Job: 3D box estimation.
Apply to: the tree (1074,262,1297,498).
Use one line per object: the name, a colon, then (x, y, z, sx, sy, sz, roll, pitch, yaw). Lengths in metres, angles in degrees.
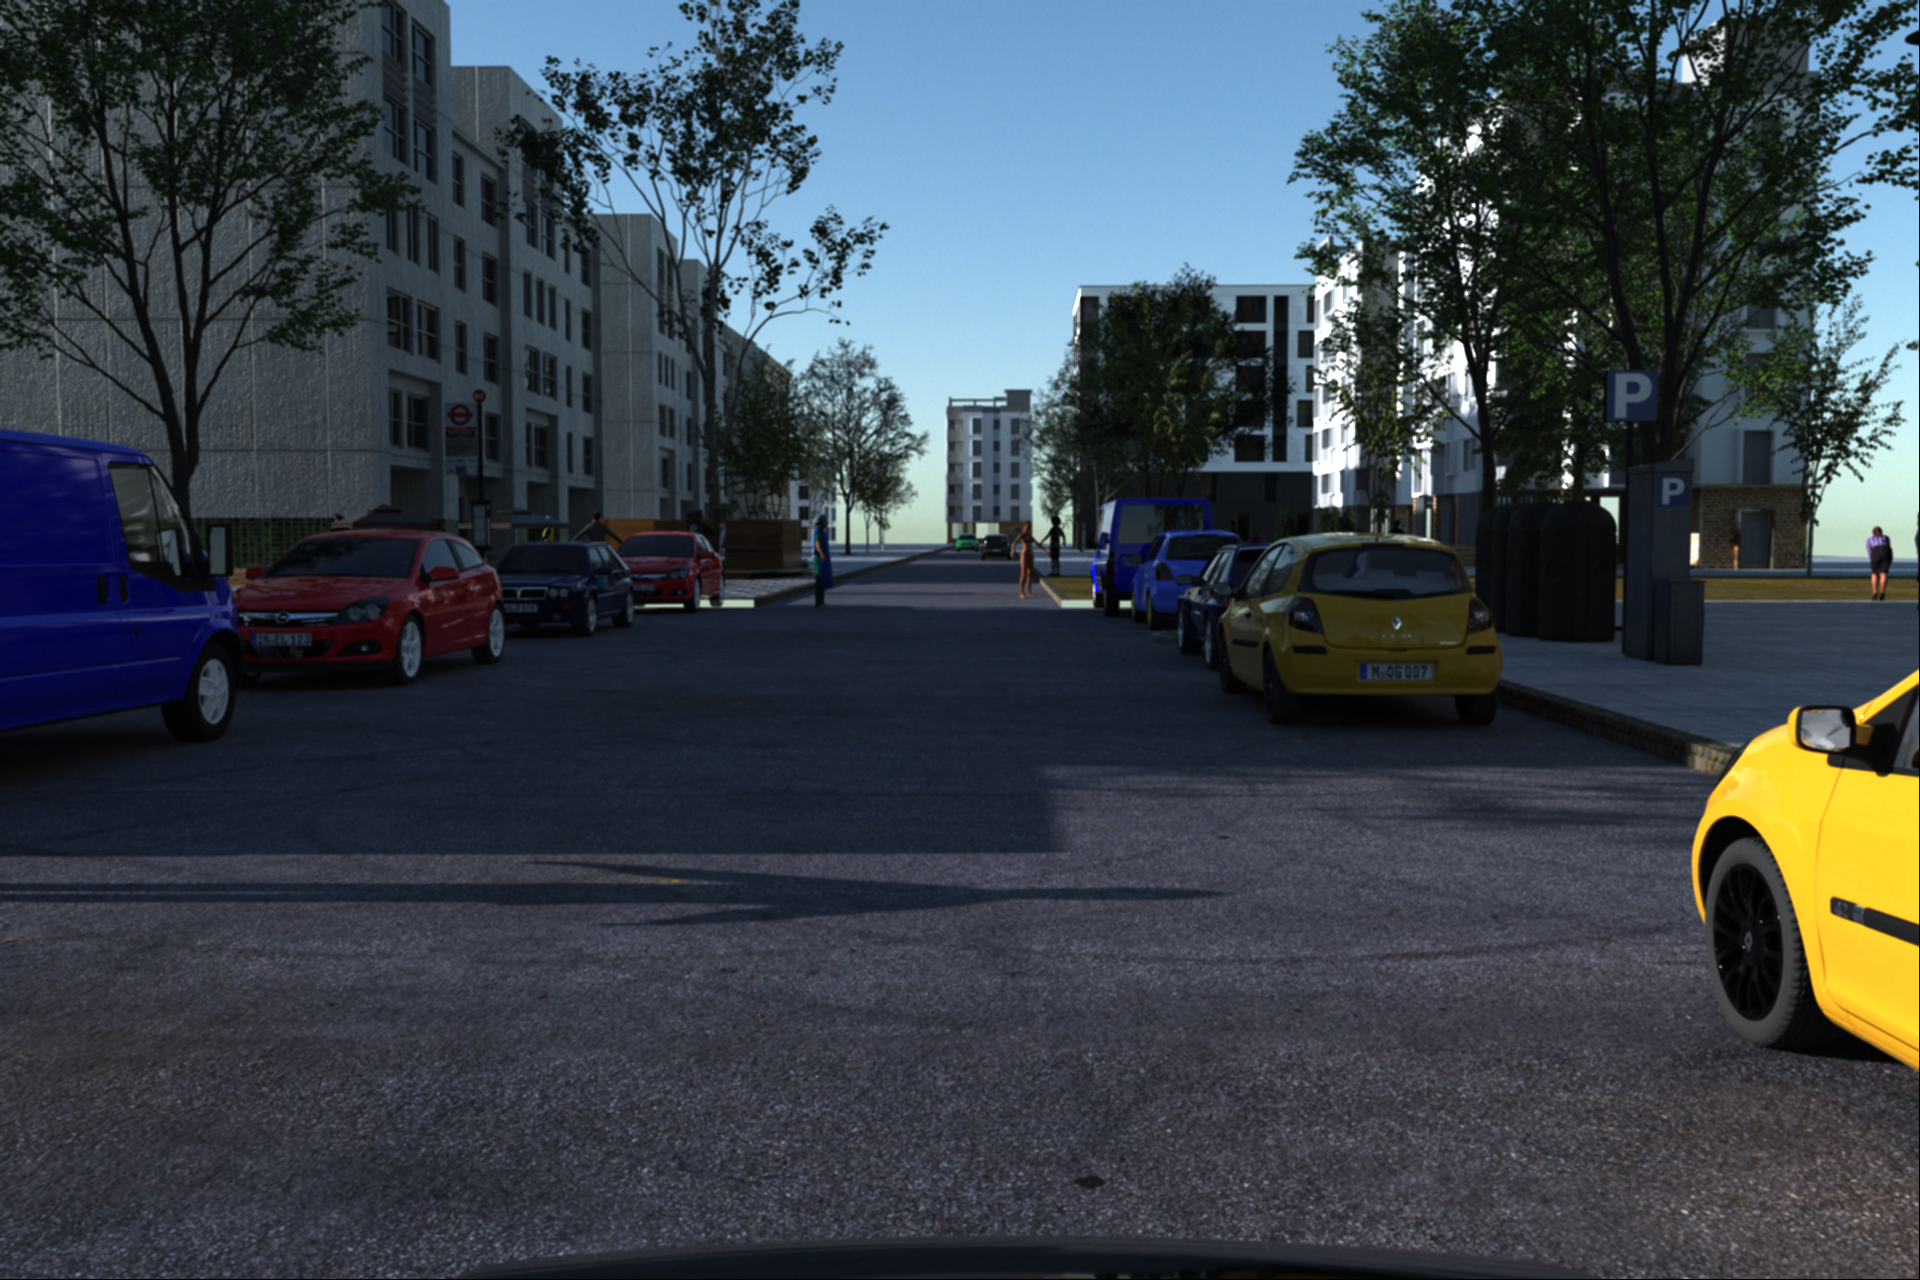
tree: (7.692, -7.599, 58.654, 8.767, 10.594, 7.601, 2, 4, 35)

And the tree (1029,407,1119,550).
tree: (9.374, -13.006, 138.404, 9.928, 11.665, 9.643, 0, 3, 0)

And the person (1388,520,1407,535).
person: (14.549, -3.111, 57.587, 1.216, 1.740, 0.721, 3, 4, 37)

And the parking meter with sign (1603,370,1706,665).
parking meter with sign: (7.116, -1.309, 17.667, 0.543, 3.016, 1.738, 0, 4, 1)

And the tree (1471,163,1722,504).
tree: (18.990, -8.188, 52.005, 7.486, 12.596, 7.792, 0, 3, 0)

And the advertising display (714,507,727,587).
advertising display: (-5.746, -2.220, 41.507, 0.123, 1.923, 0.974, 0, 4, 3)

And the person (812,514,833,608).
person: (-2.658, -1.526, 33.538, 0.704, 1.817, 1.347, 0, 4, -1)

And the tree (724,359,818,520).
tree: (-7.857, -7.504, 73.060, 4.737, 8.622, 4.395, 0, 3, 0)

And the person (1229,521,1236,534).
person: (10.776, -3.825, 68.725, 0.705, 1.806, 1.347, 0, 4, 7)

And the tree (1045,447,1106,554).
tree: (8.020, -9.846, 111.338, 4.360, 8.622, 3.978, 0, 3, 0)

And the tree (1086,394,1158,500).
tree: (7.622, -7.948, 80.314, 4.360, 8.622, 3.978, 0, 3, 0)

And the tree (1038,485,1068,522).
tree: (12.498, -17.036, 228.905, 4.737, 8.622, 4.395, 0, 3, 0)

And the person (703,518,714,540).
person: (-6.517, -2.278, 43.386, 1.346, 1.812, 0.704, -1, 4, -18)

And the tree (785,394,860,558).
tree: (-7.964, -8.640, 91.634, 4.360, 8.622, 3.978, 0, 3, 0)

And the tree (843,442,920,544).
tree: (-10.542, -19.339, 226.565, 12.009, 13.543, 11.850, 0, 3, 0)

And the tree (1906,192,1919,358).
tree: (29.138, -8.393, 43.882, 9.857, 13.997, 8.962, 0, 3, 0)

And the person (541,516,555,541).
person: (-11.194, -2.466, 46.784, 0.721, 1.772, 1.216, 0, 4, 1)

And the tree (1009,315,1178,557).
tree: (7.776, -11.319, 95.438, 12.009, 13.543, 11.850, 0, 3, 0)

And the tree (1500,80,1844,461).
tree: (16.673, -7.061, 41.200, 9.928, 11.665, 9.643, 0, 3, 0)

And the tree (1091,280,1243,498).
tree: (6.082, -6.161, 51.090, 4.737, 8.622, 4.395, 0, 3, 0)

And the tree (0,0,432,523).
tree: (-11.675, -6.117, 25.765, 9.928, 11.665, 9.643, 0, 3, 0)

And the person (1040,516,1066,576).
person: (2.879, -2.858, 52.874, 0.704, 1.843, 1.345, 3, 4, 38)

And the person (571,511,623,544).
person: (-8.192, -2.005, 39.056, 1.348, 1.796, 0.705, -1, 4, -13)

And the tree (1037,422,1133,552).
tree: (9.267, -11.774, 126.922, 7.601, 10.594, 8.767, -1, 4, -12)

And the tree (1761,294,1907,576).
tree: (26.184, -6.256, 52.646, 4.737, 8.622, 4.395, 0, 3, 0)

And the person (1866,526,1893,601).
person: (17.654, -1.468, 33.281, 0.421, 1.427, 0.697, 1, 4, 17)

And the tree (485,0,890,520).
tree: (-8.687, -12.193, 55.240, 12.611, 20.169, 13.585, 0, 3, 0)

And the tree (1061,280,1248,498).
tree: (7.931, -8.822, 69.997, 9.928, 11.665, 9.643, 0, 3, 0)

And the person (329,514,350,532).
person: (-17.195, -2.571, 47.966, 0.705, 1.837, 1.347, 3, 4, 37)

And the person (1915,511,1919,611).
person: (16.104, -1.336, 28.668, 1.217, 1.735, 0.721, -3, 5, -40)

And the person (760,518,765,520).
person: (-7.000, -3.390, 61.289, 1.347, 1.847, 0.705, 2, 4, 32)

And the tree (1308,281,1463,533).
tree: (12.265, -6.107, 50.211, 4.737, 8.622, 4.395, 0, 3, 0)

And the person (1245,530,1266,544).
person: (10.329, -3.130, 60.445, 0.991, 1.433, 0.599, 0, 4, 3)

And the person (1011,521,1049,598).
person: (1.561, -1.817, 38.972, 1.217, 1.733, 0.721, -3, 5, -44)
